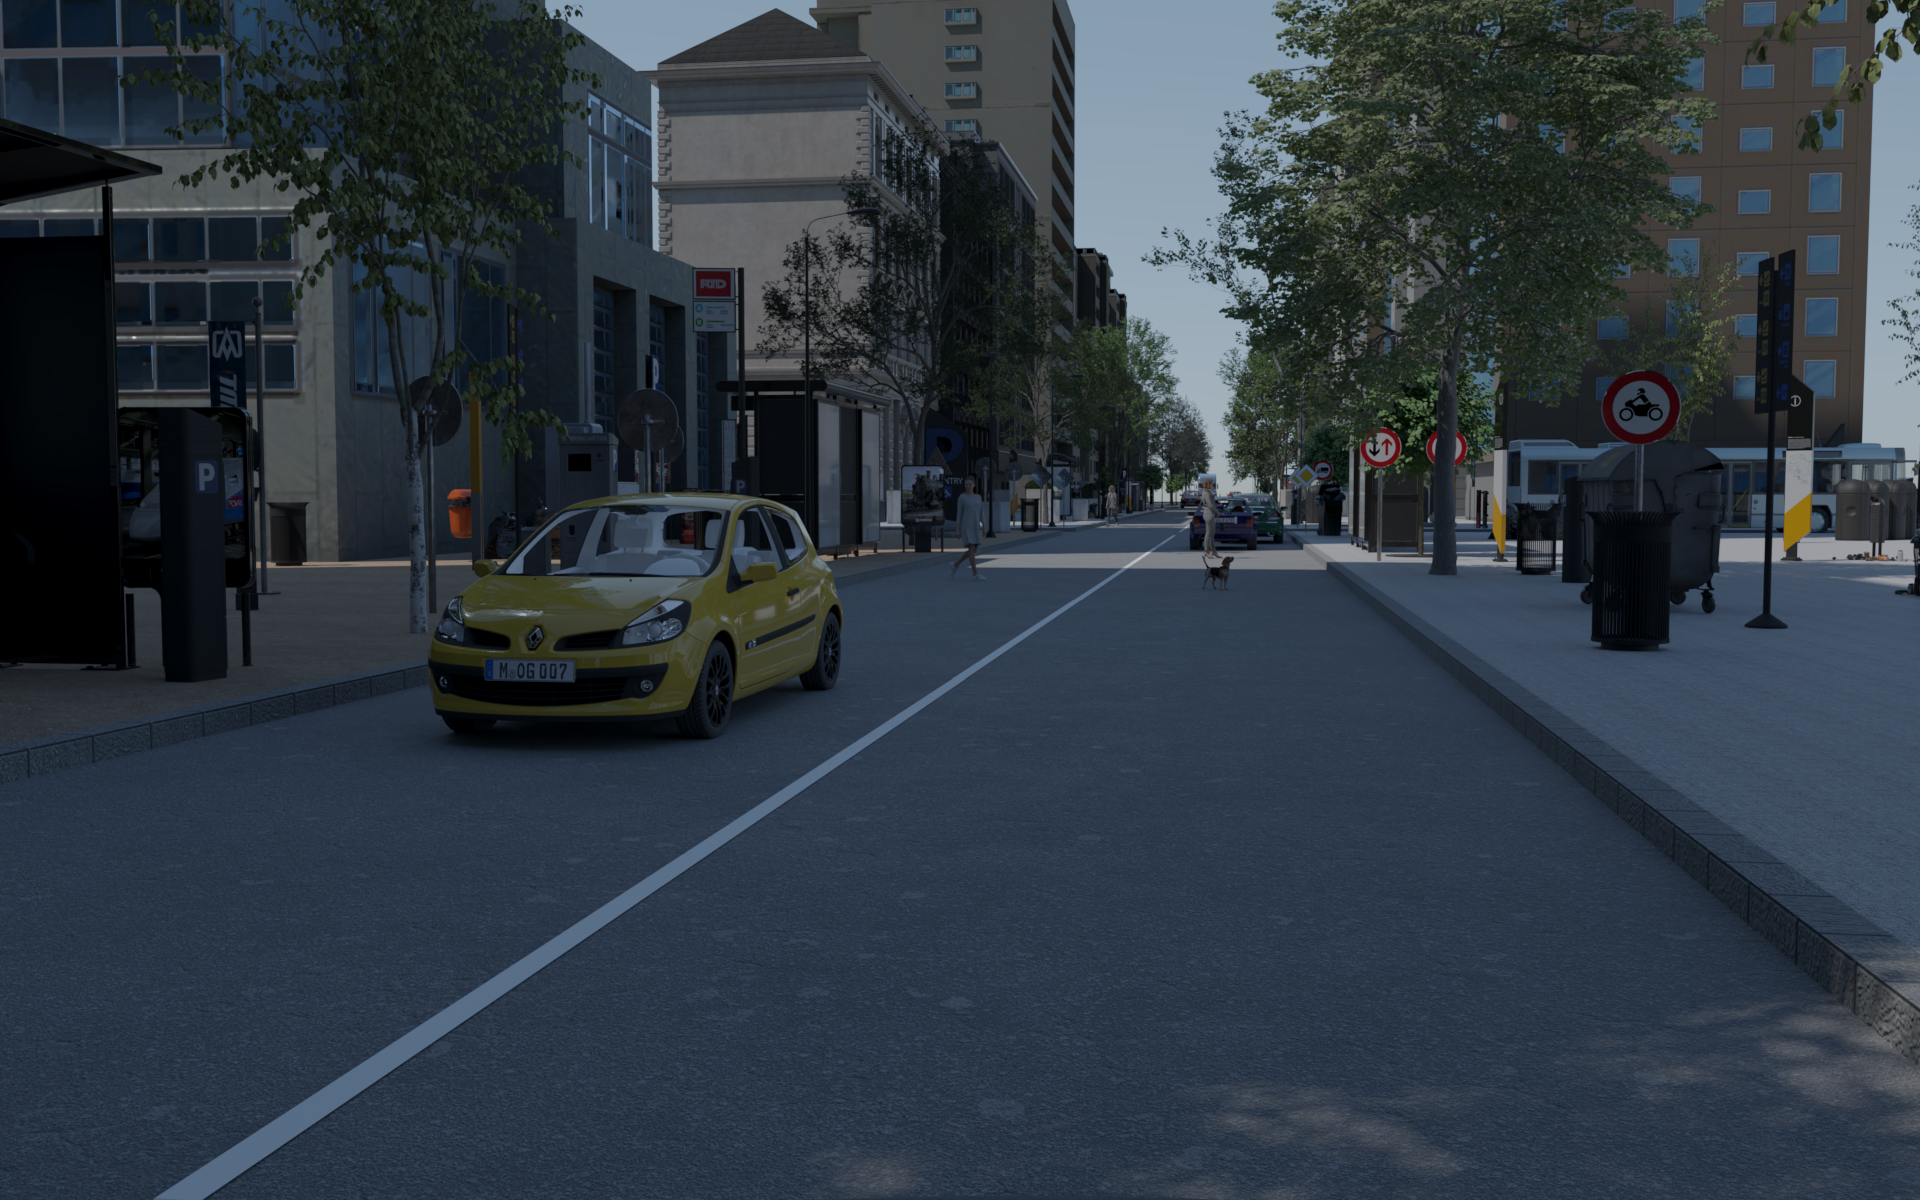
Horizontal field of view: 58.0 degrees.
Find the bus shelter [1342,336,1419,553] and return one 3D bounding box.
[{"bbox_3d":[10.371,-3.923,41.778,2.179,5.291,8.768,1,4,9],"label":"bus shelter"}]

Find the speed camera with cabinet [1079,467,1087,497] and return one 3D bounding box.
[{"bbox_3d":[9.631,-7.991,124.993,2.038,3.252,0.660,1,4,21],"label":"speed camera with cabinet"}]

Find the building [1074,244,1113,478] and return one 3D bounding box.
[{"bbox_3d":[9.848,-26.312,201.905,14.160,30.474,14.107,1,4,9],"label":"building"}]

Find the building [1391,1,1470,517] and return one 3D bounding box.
[{"bbox_3d":[38.165,-34.668,108.827,21.231,58.520,28.212,1,4,9],"label":"building"}]

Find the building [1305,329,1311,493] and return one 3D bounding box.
[{"bbox_3d":[61.336,-30.665,273.078,14.160,30.474,14.107,1,4,9],"label":"building"}]

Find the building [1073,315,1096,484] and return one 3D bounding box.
[{"bbox_3d":[-0.654,-20.602,181.877,27.650,21.520,28.899,1,4,9],"label":"building"}]

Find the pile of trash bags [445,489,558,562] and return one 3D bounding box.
[{"bbox_3d":[-8.650,-1.489,34.102,1.912,1.369,3.447,2,4,33],"label":"pile of trash bags"}]

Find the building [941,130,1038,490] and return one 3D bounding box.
[{"bbox_3d":[-2.787,-20.245,124.508,14.314,27.812,24.014,1,4,9],"label":"building"}]

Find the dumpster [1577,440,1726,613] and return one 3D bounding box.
[{"bbox_3d":[7.714,-0.833,19.371,1.264,1.857,1.865,1,4,9],"label":"dumpster"}]

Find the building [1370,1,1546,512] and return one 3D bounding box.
[{"bbox_3d":[43.061,-30.880,155.005,14.600,45.320,14.200,1,4,9],"label":"building"}]

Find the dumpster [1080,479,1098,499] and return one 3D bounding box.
[{"bbox_3d":[8.427,-6.611,110.575,1.502,2.255,1.985,1,4,9],"label":"dumpster"}]

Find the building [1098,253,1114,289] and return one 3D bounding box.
[{"bbox_3d":[9.883,-34.802,260.896,32.217,40.220,23.993,1,4,9],"label":"building"}]

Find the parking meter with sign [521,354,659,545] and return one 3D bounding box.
[{"bbox_3d":[-4.700,-1.567,21.884,1.738,3.016,0.543,0,4,-1],"label":"parking meter with sign"}]

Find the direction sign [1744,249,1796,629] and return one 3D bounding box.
[{"bbox_3d":[7.748,-1.501,16.538,0.379,3.537,0.876,0,4,6],"label":"direction sign"}]

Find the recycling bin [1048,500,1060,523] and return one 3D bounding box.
[{"bbox_3d":[4.016,-3.893,76.197,0.722,1.027,0.722,0,4,0],"label":"recycling bin"}]

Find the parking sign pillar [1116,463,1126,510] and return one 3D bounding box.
[{"bbox_3d":[12.941,-9.160,138.245,1.447,3.967,1.447,0,4,-3],"label":"parking sign pillar"}]

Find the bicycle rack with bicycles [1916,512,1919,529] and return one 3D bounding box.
[{"bbox_3d":[35.968,-3.030,62.925,2.925,0.926,2.852,0,4,-7],"label":"bicycle rack with bicycles"}]

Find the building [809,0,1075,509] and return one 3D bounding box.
[{"bbox_3d":[-1.399,-32.459,154.409,21.300,48.544,21.600,1,4,9],"label":"building"}]

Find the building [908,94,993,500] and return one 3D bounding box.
[{"bbox_3d":[-5.201,-16.832,104.889,12.332,23.373,15.834,1,4,9],"label":"building"}]

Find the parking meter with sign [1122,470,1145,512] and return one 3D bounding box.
[{"bbox_3d":[12.795,-8.029,127.540,1.738,3.016,0.543,3,4,36],"label":"parking meter with sign"}]

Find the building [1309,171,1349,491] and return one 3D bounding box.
[{"bbox_3d":[62.780,-38.550,253.998,21.300,48.544,21.600,1,4,9],"label":"building"}]

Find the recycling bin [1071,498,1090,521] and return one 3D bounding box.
[{"bbox_3d":[5.682,-4.241,81.889,0.722,1.027,0.722,0,4,4],"label":"recycling bin"}]

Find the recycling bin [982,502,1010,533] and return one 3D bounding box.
[{"bbox_3d":[1.195,-2.720,57.019,0.722,1.027,0.722,2,4,27],"label":"recycling bin"}]

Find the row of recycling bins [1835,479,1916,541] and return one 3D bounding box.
[{"bbox_3d":[25.683,-2.527,48.428,3.534,1.692,1.069,-3,4,-36],"label":"row of recycling bins"}]

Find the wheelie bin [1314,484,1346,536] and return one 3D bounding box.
[{"bbox_3d":[11.436,-2.780,53.355,0.980,1.594,0.693,-1,4,-11],"label":"wheelie bin"}]

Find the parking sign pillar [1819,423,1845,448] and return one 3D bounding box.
[{"bbox_3d":[33.076,-4.734,65.869,1.447,3.967,1.447,-3,4,-37],"label":"parking sign pillar"}]

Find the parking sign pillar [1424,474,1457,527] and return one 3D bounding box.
[{"bbox_3d":[18.606,-4.825,67.365,1.447,3.967,1.447,0,4,6],"label":"parking sign pillar"}]

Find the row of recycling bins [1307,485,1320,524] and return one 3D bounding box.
[{"bbox_3d":[15.988,-4.267,76.884,1.069,1.692,3.534,1,4,16],"label":"row of recycling bins"}]

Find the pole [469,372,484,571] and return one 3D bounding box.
[{"bbox_3d":[-8.098,-2.150,29.002,0.158,3.312,0.155,0,3,0],"label":"pole"}]

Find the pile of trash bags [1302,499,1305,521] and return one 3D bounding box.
[{"bbox_3d":[17.399,-4.403,81.742,3.447,1.369,1.912,1,4,13],"label":"pile of trash bags"}]

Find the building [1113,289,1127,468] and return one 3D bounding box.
[{"bbox_3d":[15.740,-28.704,241.007,14.160,30.474,14.107,1,4,9],"label":"building"}]

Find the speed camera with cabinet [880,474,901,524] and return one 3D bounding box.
[{"bbox_3d":[-3.101,-4.923,74.825,2.038,3.252,0.660,-2,4,-26],"label":"speed camera with cabinet"}]

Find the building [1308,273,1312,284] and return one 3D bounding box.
[{"bbox_3d":[64.384,-36.901,286.930,14.154,41.232,14.086,1,4,9],"label":"building"}]

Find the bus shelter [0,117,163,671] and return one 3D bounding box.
[{"bbox_3d":[-7.051,-1.123,9.640,1.731,3.624,6.357,1,4,9],"label":"bus shelter"}]

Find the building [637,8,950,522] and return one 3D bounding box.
[{"bbox_3d":[-7.342,-15.760,86.554,11.050,23.489,19.941,1,4,9],"label":"building"}]

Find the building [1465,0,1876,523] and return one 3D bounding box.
[{"bbox_3d":[30.751,-26.118,77.139,14.200,45.320,14.600,1,4,9],"label":"building"}]

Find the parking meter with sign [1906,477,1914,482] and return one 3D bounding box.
[{"bbox_3d":[43.075,-5.065,79.069,0.543,3.016,1.738,-1,4,-21],"label":"parking meter with sign"}]

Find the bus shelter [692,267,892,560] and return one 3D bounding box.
[{"bbox_3d":[-3.246,-3.404,33.293,2.179,5.291,8.768,1,4,9],"label":"bus shelter"}]

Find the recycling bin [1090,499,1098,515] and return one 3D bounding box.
[{"bbox_3d":[7.110,-5.017,94.586,0.722,1.027,0.722,-2,4,-30],"label":"recycling bin"}]

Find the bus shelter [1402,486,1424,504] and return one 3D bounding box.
[{"bbox_3d":[12.621,-3.668,51.258,1.731,3.624,6.357,1,4,9],"label":"bus shelter"}]

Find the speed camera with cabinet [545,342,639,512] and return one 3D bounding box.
[{"bbox_3d":[-4.949,-1.777,23.396,0.660,3.252,2.038,1,4,9],"label":"speed camera with cabinet"}]

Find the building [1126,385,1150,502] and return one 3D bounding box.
[{"bbox_3d":[16.795,-27.040,287.149,27.650,21.520,28.899,1,4,9],"label":"building"}]

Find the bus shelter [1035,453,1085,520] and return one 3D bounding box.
[{"bbox_3d":[5.101,-5.757,88.049,2.014,3.302,5.546,1,4,9],"label":"bus shelter"}]

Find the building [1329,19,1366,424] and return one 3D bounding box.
[{"bbox_3d":[55.283,-36.705,189.359,28.713,52.752,27.495,1,4,9],"label":"building"}]

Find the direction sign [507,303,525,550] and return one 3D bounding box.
[{"bbox_3d":[-5.383,-1.777,21.053,0.379,3.537,0.876,0,4,-4],"label":"direction sign"}]

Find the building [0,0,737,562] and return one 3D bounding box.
[{"bbox_3d":[-23.923,-44.627,42.331,31.000,86.520,22.319,1,4,9],"label":"building"}]

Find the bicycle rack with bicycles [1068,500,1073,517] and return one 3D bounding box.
[{"bbox_3d":[5.709,-5.156,97.680,2.852,0.926,2.925,1,4,22],"label":"bicycle rack with bicycles"}]

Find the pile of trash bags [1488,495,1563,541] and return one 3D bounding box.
[{"bbox_3d":[16.223,-2.343,48.065,1.912,1.369,3.447,-1,4,-15],"label":"pile of trash bags"}]

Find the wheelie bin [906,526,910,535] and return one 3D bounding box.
[{"bbox_3d":[-1.239,-2.810,53.846,0.693,1.594,0.980,2,4,31],"label":"wheelie bin"}]

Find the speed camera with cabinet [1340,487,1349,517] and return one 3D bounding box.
[{"bbox_3d":[21.514,-6.288,97.149,2.038,3.252,0.660,-2,4,-27],"label":"speed camera with cabinet"}]

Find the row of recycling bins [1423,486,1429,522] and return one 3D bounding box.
[{"bbox_3d":[19.057,-4.011,72.689,1.069,1.692,3.534,1,4,11],"label":"row of recycling bins"}]

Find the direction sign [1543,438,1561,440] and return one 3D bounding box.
[{"bbox_3d":[24.158,-4.819,70.784,0.379,3.537,0.876,-2,4,-29],"label":"direction sign"}]

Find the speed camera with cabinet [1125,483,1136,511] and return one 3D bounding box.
[{"bbox_3d":[13.349,-8.636,135.535,0.660,3.252,2.038,1,4,13],"label":"speed camera with cabinet"}]

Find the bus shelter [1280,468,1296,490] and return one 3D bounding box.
[{"bbox_3d":[25.788,-8.631,135.041,2.014,3.302,5.546,1,4,9],"label":"bus shelter"}]
